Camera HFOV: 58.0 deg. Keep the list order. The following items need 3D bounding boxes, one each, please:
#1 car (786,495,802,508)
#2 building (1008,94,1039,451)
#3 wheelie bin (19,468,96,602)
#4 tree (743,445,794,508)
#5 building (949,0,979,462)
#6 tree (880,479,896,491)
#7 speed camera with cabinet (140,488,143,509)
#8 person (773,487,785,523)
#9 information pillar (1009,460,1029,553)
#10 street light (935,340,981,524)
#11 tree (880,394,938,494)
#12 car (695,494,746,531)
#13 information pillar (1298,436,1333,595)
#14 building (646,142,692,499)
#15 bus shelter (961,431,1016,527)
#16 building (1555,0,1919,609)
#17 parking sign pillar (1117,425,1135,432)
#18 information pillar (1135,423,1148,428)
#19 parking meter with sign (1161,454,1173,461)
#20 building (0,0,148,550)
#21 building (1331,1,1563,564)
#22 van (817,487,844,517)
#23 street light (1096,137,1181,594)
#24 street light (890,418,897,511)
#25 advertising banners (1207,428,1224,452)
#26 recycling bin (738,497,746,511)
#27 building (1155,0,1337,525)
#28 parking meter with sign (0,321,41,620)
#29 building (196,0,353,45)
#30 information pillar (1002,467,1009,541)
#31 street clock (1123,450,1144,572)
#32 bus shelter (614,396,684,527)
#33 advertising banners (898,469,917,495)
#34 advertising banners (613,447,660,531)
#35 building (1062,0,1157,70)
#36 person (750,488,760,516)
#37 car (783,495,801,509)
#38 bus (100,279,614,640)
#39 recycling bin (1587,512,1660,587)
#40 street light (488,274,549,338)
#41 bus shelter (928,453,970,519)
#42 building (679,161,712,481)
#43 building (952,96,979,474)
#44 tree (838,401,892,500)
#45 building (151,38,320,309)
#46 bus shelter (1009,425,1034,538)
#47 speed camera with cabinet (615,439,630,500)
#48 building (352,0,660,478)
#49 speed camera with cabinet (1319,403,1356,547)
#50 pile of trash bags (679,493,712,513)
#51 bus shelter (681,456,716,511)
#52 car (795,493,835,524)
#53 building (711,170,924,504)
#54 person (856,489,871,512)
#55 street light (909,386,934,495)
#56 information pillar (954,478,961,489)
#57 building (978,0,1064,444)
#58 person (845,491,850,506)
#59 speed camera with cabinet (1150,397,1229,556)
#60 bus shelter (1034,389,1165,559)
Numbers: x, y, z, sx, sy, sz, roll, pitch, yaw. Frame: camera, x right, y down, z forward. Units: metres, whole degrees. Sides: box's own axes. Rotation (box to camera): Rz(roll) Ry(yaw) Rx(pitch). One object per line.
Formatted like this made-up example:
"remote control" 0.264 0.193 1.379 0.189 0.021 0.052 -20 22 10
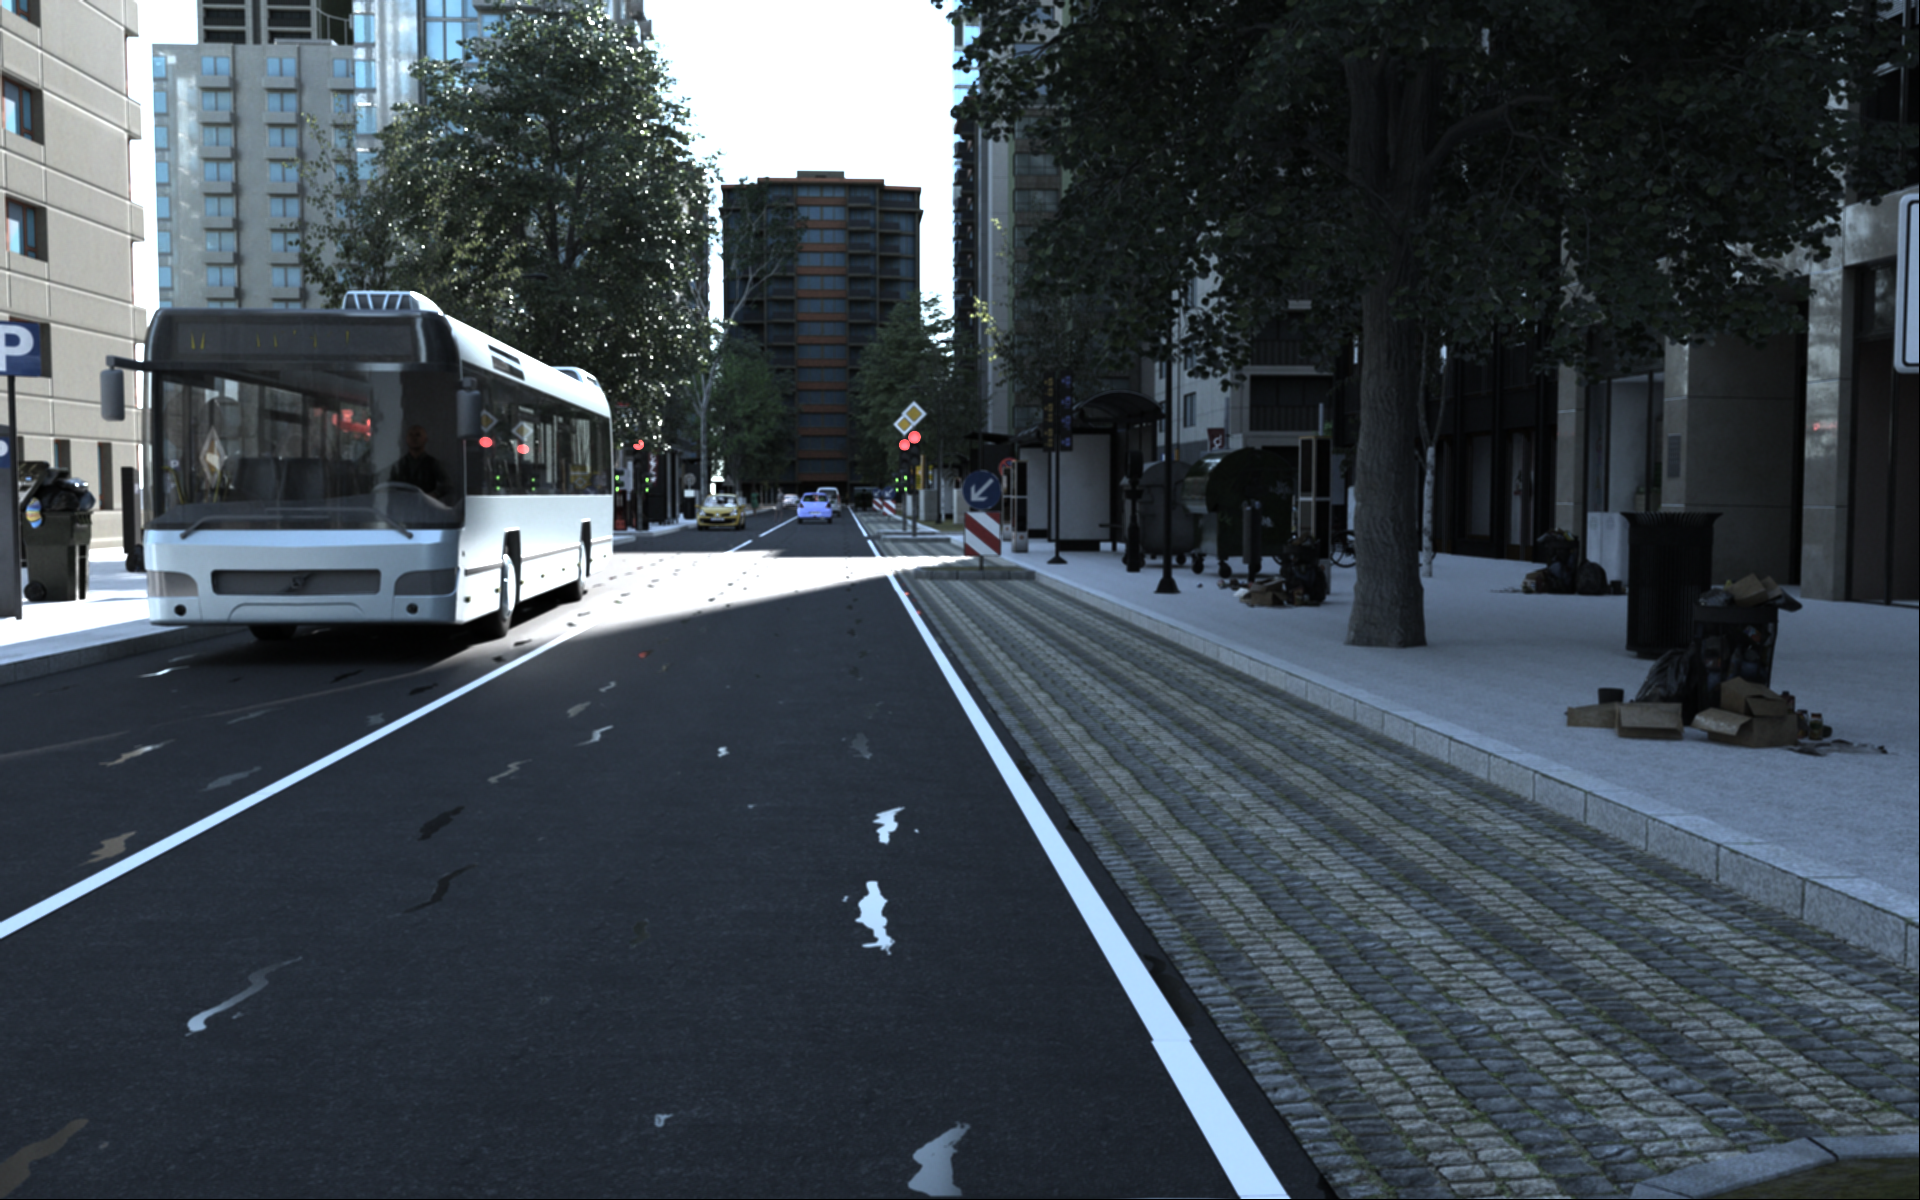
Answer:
"car" -16.879 -10.039 176.720 1.945 1.354 3.894 0 4 -4
"building" 10.367 -21.861 129.136 14.160 30.474 14.107 0 4 -4
"wheelie bin" -10.858 -0.794 20.888 0.693 1.594 0.980 0 4 -6
"tree" -21.799 -15.042 196.294 4.737 8.622 4.395 0 3 0
"building" 10.389 -56.548 237.230 31.000 86.520 22.319 0 4 -4
"tree" -8.010 -11.997 190.753 1.663 3.219 1.824 0 3 0
"speed camera with cabinet" -24.161 -3.445 50.659 0.660 3.252 2.038 -3 5 -40
"person" -9.065 -4.764 86.730 0.599 1.781 0.374 3 4 37
"information pillar" 1.314 -2.048 37.979 0.304 2.012 0.304 -1 4 -14
"street light" 0.062 -4.875 52.251 1.470 5.913 1.316 0 4 -4
"tree" -3.574 -10.171 116.662 4.737 8.622 4.395 0 3 0
"car" -9.540 -3.613 69.289 2.015 1.641 3.980 0 4 -3
"information pillar" 4.533 -1.078 22.121 0.304 2.012 0.304 -2 4 -29
"building" -40.980 -30.113 184.221 23.993 40.220 32.217 0 4 -4
"bus shelter" 1.102 -4.668 67.597 1.731 3.624 6.357 0 4 -4
"building" 20.606 -12.670 11.667 19.350 26.468 34.151 0 4 -4
"parking sign pillar" 5.180 -3.890 52.076 1.447 3.967 1.447 2 4 29
"information pillar" 5.022 -3.466 48.017 0.183 3.616 0.504 -2 4 -33
"parking meter with sign" 8.907 -4.837 75.347 0.543 3.016 1.738 0 4 1
"building" -33.675 -11.192 28.027 28.899 21.520 27.650 0 4 -4
"building" 16.381 -12.690 37.156 12.332 23.373 15.834 0 4 -4
"van" -8.342 -6.259 109.344 2.013 2.044 4.112 0 4 -4
"street light" 2.152 -3.042 22.285 1.470 5.913 1.316 0 4 -4
"street light" -3.555 -8.075 104.567 1.470 5.913 1.316 0 4 -4
"advertising banners" 7.460 -3.014 45.472 2.074 3.025 0.090 2 4 28
"recycling bin" -16.579 -7.216 130.532 0.722 1.027 0.722 2 4 24
"building" 20.960 -39.171 78.705 20.611 71.187 20.563 0 4 -4
"parking meter with sign" -10.177 -1.338 18.141 1.738 3.016 0.543 3 5 45
"building" -87.274 -48.443 230.287 20.611 71.187 20.563 0 4 -4
"information pillar" 1.351 -2.612 47.203 0.304 2.012 0.304 2 4 28
"street clock" 2.857 -1.464 28.504 0.358 2.002 0.471 0 4 -6
"bus shelter" -12.916 -5.764 71.865 2.179 5.291 8.768 0 4 -4
"advertising banners" -2.913 -6.875 108.591 2.074 3.025 0.090 1 4 13
"advertising banners" -12.082 -4.187 64.644 2.074 3.025 0.090 1 4 22
"building" 12.535 -20.046 99.446 14.160 30.474 14.107 0 4 -4
"person" -13.175 -6.257 111.045 0.600 1.795 0.529 0 4 5
"car" -16.592 -9.642 170.016 2.083 1.381 4.827 0 4 -4
"bus" -6.003 -1.534 19.946 2.948 3.499 13.247 0 4 -5
"recycling bin" 9.273 -0.713 24.213 0.722 1.027 0.722 -1 4 -17
"street light" -9.362 -3.919 36.610 1.470 5.913 1.316 0 4 -4
"bus shelter" -0.500 -5.705 87.198 2.014 3.302 5.546 0 4 -4
"building" -40.819 -35.551 231.363 14.200 45.320 14.600 0 4 -4
"building" 10.586 -32.724 189.664 22.147 44.769 28.867 0 4 -4
"tree" -9.059 -18.286 209.338 12.009 13.543 11.850 0 3 0
"building" -68.836 -34.616 185.583 30.456 49.044 23.786 0 4 -4
"bus shelter" 2.603 -3.293 47.758 2.014 3.302 5.546 0 4 -4
"speed camera with cabinet" -12.939 -4.187 62.797 2.038 3.252 0.660 2 4 28
"building" -37.773 -32.291 147.563 23.786 49.044 30.456 0 4 -4
"speed camera with cabinet" 8.499 -2.638 37.460 2.038 3.252 0.660 3 5 44
"pile of trash bags" -18.230 -6.705 119.384 3.447 1.369 1.912 3 5 39
"bus shelter" -16.600 -7.281 110.333 1.731 3.624 6.357 0 4 -4
"car" -7.152 -4.635 85.371 1.945 1.707 3.694 0 4 -5
"building" -19.608 -35.608 236.816 28.867 44.769 22.147 0 4 -4
"person" -7.694 -7.994 138.832 1.348 1.869 0.705 -3 4 -37
"street light" -1.460 -6.242 74.601 1.470 5.913 1.316 0 4 -4
"information pillar" -0.097 -4.476 77.676 0.304 2.012 0.304 0 4 5
"building" 12.223 -37.841 160.702 21.231 58.520 28.212 0 4 -4
"person" -13.650 -12.306 209.800 0.705 1.812 1.348 1 4 22
"speed camera with cabinet" 4.845 -2.538 35.835 0.660 3.252 2.038 -3 5 -43
"bus shelter" 2.923 -2.594 36.330 2.014 3.302 5.546 0 4 -4
